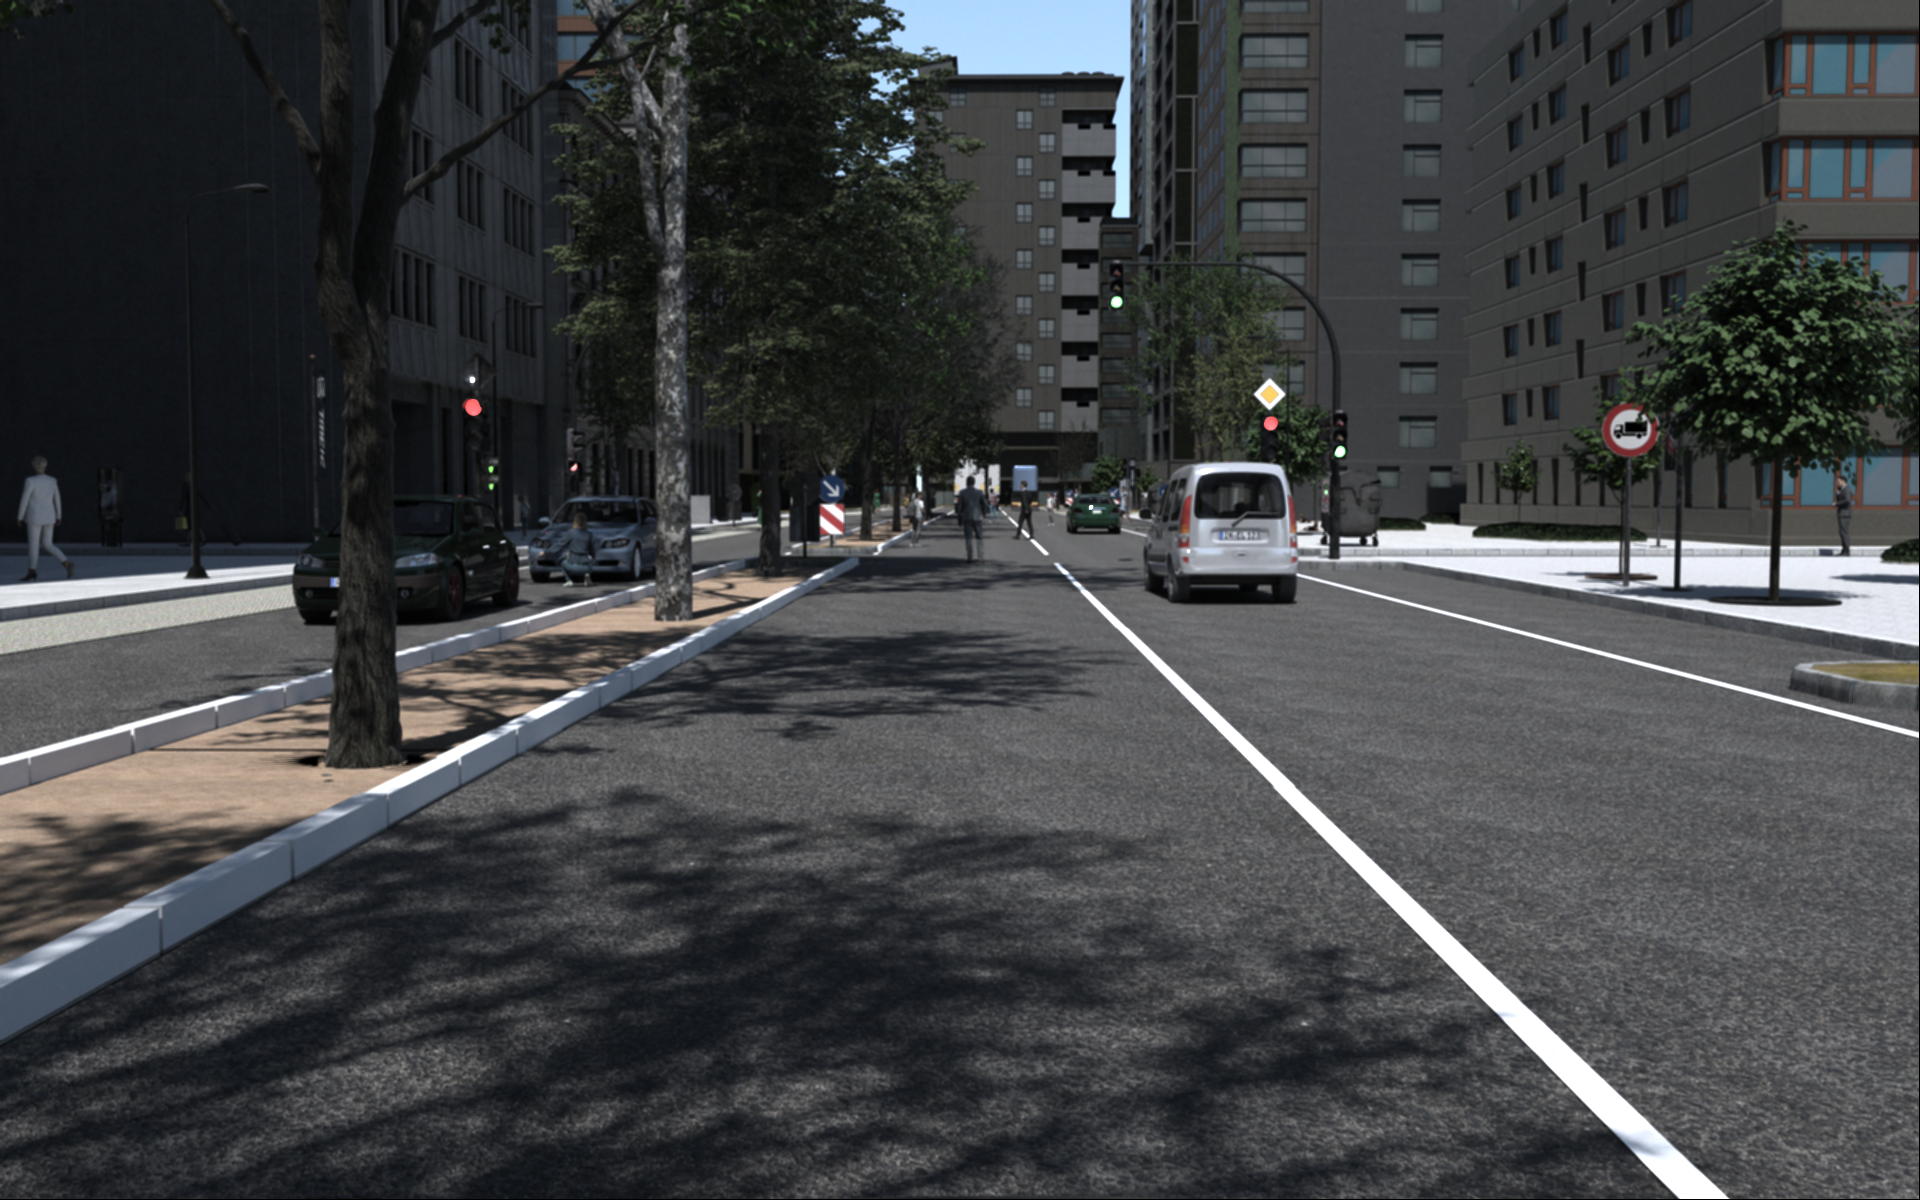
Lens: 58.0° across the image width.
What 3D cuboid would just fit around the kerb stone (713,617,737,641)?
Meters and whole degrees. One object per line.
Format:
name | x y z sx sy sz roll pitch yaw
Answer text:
kerb stone | -2.370 0.308 17.163 0.120 0.150 1.000 0 4 1

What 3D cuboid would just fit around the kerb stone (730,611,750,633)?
kerb stone | -2.358 0.249 18.185 0.120 0.150 1.000 0 4 1

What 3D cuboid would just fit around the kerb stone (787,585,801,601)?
kerb stone | -2.288 -0.068 23.302 0.120 0.150 1.000 0 4 1

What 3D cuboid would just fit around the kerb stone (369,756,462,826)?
kerb stone | -2.508 0.880 7.943 0.120 0.150 1.000 0 4 1

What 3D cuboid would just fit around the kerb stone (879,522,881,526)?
kerb stone | -3.631 -3.235 75.091 0.120 0.150 1.000 0 4 1

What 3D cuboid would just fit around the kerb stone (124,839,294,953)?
kerb stone | -2.539 0.997 5.899 0.120 0.150 1.000 0 4 1

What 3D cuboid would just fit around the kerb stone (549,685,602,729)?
kerb stone | -2.464 0.684 11.008 0.120 0.150 1.000 0 4 1

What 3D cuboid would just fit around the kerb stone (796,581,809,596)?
kerb stone | -2.268 -0.128 24.325 0.120 0.150 1.000 0 4 1

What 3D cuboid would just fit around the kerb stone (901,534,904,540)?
kerb stone | -1.861 -1.858 52.577 0.120 0.150 1.000 0 4 1

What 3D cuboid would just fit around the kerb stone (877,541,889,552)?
kerb stone | -1.980 -1.355 44.343 0.120 0.150 1.000 0 4 1

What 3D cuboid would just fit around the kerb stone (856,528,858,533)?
kerb stone | -3.822 -2.420 61.761 0.120 0.150 1.000 0 4 1

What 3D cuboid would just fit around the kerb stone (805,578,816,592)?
kerb stone | -2.251 -0.193 25.351 0.120 0.150 1.000 0 4 1

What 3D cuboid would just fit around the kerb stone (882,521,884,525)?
kerb stone | -3.607 -3.358 77.145 0.120 0.150 1.000 0 4 1

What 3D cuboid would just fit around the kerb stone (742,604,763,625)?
kerb stone | -2.342 0.183 19.207 0.120 0.150 1.000 0 4 1

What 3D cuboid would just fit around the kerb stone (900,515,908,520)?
kerb stone | -3.261 -4.801 100.691 0.120 0.150 1.000 0 4 1

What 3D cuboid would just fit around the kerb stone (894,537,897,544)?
kerb stone | -1.920 -1.607 48.463 0.120 0.150 1.000 0 4 1

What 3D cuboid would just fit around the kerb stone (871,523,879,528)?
kerb stone | -3.644 -3.167 74.069 0.120 0.150 1.000 0 4 1

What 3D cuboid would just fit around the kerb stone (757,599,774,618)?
kerb stone | -2.322 0.120 20.233 0.120 0.150 1.000 0 4 1

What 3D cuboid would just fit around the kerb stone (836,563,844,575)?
kerb stone | -2.180 -0.506 30.472 0.120 0.150 1.000 0 4 1

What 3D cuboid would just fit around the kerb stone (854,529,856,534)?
kerb stone | -3.846 -2.357 60.739 0.120 0.150 1.000 0 4 1

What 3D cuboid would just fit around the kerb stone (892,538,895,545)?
kerb stone | -1.933 -1.543 47.428 0.120 0.150 1.000 0 4 1

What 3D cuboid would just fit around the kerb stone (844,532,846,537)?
kerb stone | -3.897 -2.103 56.644 0.120 0.150 1.000 0 4 1

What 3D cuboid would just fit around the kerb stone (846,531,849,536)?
kerb stone | -3.878 -2.170 57.668 0.120 0.150 1.000 0 4 1

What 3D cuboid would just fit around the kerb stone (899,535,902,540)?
kerb stone | -1.878 -1.795 51.543 0.120 0.150 1.000 0 4 1

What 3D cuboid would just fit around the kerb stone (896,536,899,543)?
kerb stone | -1.904 -1.669 49.491 0.120 0.150 1.000 0 4 1

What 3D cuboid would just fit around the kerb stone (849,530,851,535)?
kerb stone | -3.865 -2.232 58.690 0.120 0.150 1.000 0 4 1

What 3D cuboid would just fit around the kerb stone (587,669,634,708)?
kerb stone | -2.448 0.621 12.045 0.120 0.150 1.000 0 4 1

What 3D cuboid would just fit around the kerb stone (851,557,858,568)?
kerb stone | -2.130 -0.691 33.540 0.120 0.150 1.000 0 4 1

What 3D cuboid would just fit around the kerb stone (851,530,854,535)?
kerb stone | -3.853 -2.295 59.717 0.120 0.150 1.000 0 4 1

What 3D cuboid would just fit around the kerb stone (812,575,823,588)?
kerb stone | -2.236 -0.247 26.376 0.120 0.150 1.000 0 4 1

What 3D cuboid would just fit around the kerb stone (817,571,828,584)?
kerb stone | -2.230 -0.315 27.398 0.120 0.150 1.000 0 4 1

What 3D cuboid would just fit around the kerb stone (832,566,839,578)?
kerb stone | -2.195 -0.444 29.449 0.120 0.150 1.000 0 4 1

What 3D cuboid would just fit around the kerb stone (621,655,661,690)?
kerb stone | -2.430 0.558 13.067 0.120 0.150 1.000 0 4 1

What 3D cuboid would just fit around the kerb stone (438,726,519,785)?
kerb stone | -2.492 0.809 8.965 0.120 0.150 1.000 0 4 1

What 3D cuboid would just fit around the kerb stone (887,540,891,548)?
kerb stone | -1.966 -1.417 45.371 0.120 0.150 1.000 0 4 1

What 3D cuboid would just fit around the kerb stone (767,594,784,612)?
kerb stone | -2.307 0.057 21.258 0.120 0.150 1.000 0 4 1

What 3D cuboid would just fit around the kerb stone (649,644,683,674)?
kerb stone | -2.419 0.496 14.091 0.120 0.150 1.000 0 4 1

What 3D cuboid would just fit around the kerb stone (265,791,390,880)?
kerb stone | -2.521 0.934 6.921 0.120 0.150 1.000 0 4 1

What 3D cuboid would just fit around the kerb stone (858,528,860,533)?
kerb stone | -3.808 -2.476 62.784 0.120 0.150 1.000 0 4 1

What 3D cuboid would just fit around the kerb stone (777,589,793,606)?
kerb stone | -2.298 -0.005 22.280 0.120 0.150 1.000 0 4 1

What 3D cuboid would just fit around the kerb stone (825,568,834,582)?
kerb stone | -2.213 -0.381 28.419 0.120 0.150 1.000 0 4 1

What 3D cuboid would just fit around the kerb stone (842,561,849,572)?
kerb stone | -2.166 -0.569 31.494 0.120 0.150 1.000 0 4 1

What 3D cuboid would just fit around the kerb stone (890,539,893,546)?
kerb stone | -1.945 -1.480 46.401 0.120 0.150 1.000 0 4 1

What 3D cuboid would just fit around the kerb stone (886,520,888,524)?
kerb stone | -3.553 -3.545 80.219 0.120 0.150 1.000 0 4 1

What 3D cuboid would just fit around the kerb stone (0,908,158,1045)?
kerb stone | -2.551 1.061 4.875 0.120 0.150 1.000 0 4 1

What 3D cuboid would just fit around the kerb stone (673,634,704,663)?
kerb stone | -2.399 0.433 15.119 0.120 0.150 1.000 0 4 1

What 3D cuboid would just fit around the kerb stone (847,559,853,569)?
kerb stone | -2.148 -0.631 32.516 0.120 0.150 1.000 0 4 1

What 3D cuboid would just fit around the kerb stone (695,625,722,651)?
kerb stone | -2.383 0.374 16.141 0.120 0.150 1.000 0 4 1

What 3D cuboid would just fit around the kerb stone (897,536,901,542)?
kerb stone | -1.892 -1.729 50.519 0.120 0.150 1.000 0 4 1

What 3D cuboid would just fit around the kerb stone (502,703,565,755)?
kerb stone | -2.474 0.747 9.986 0.120 0.150 1.000 0 4 1
